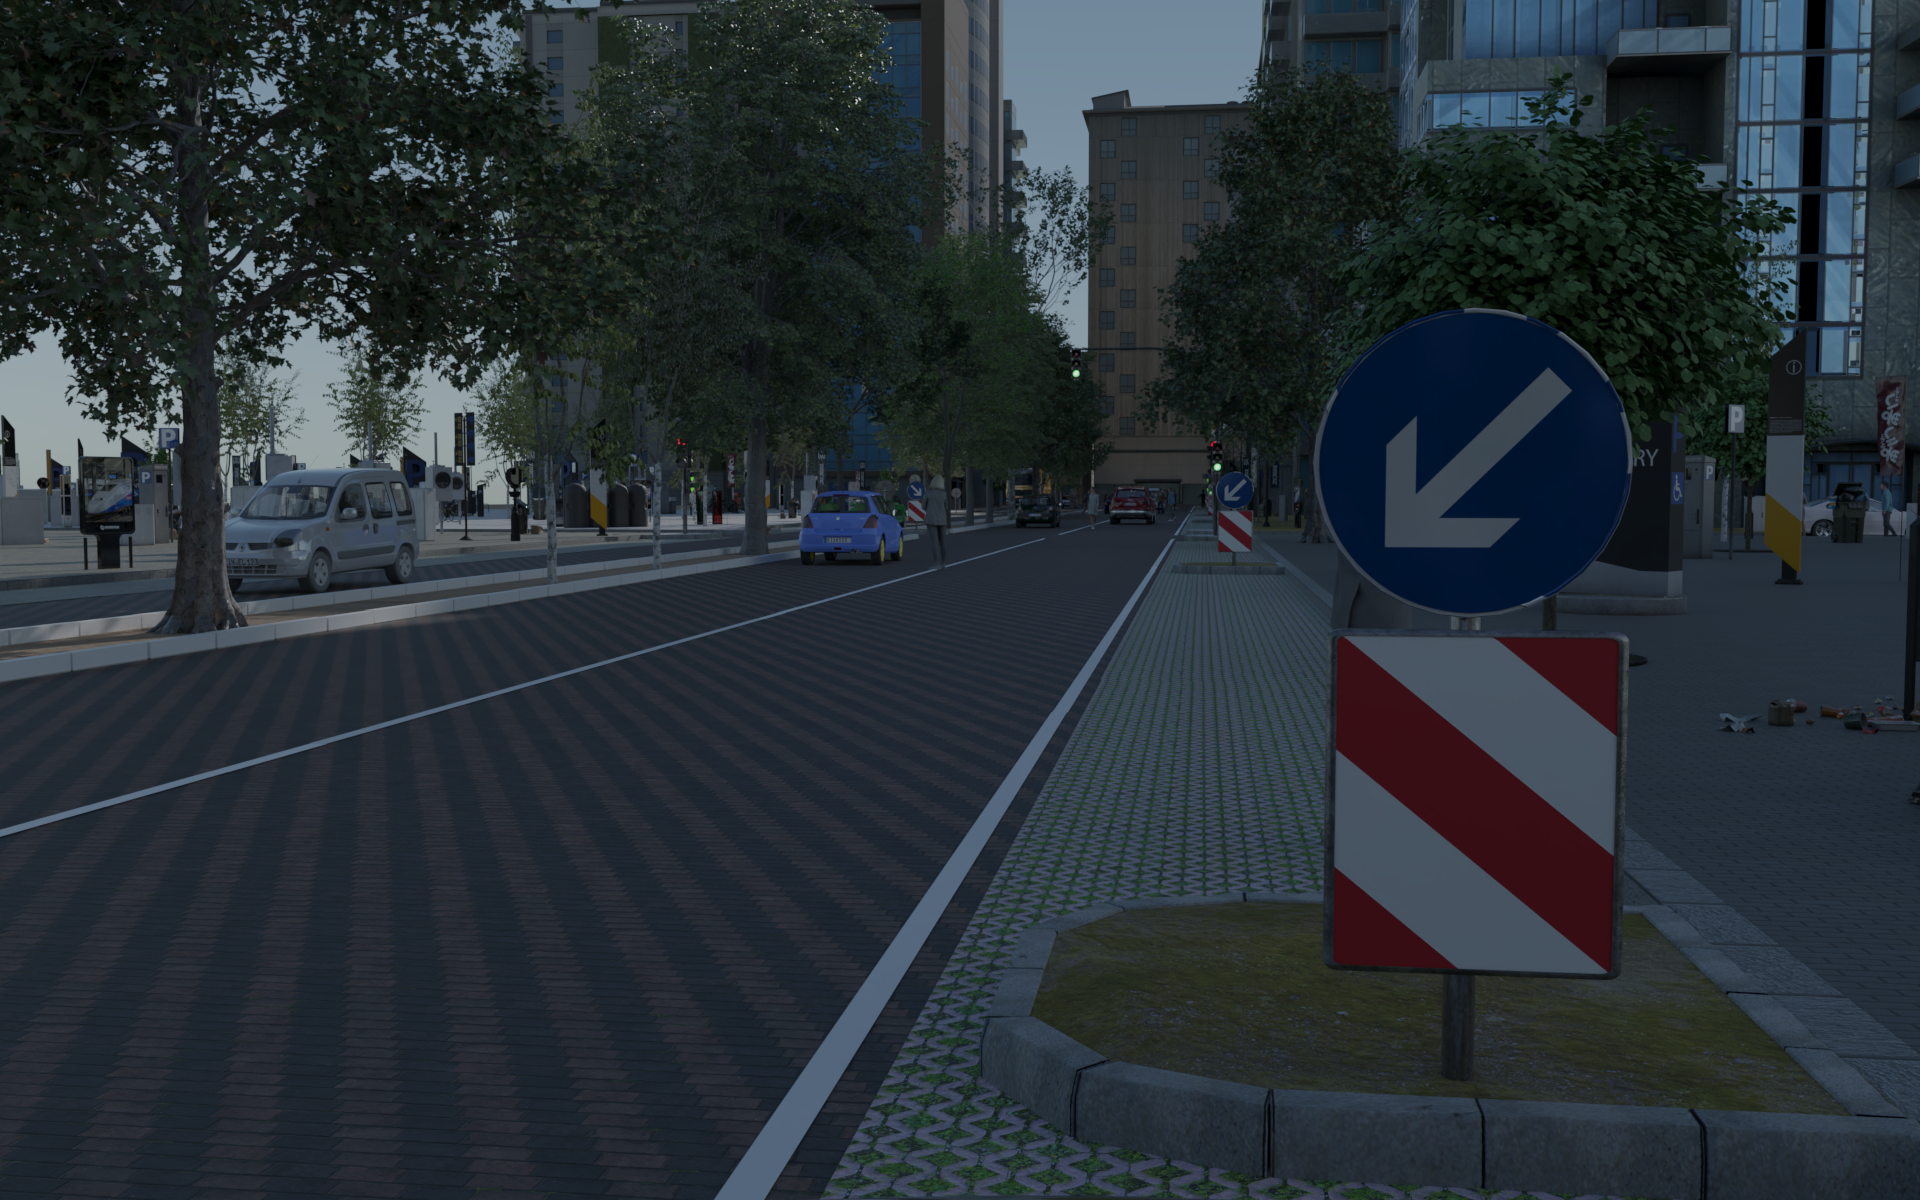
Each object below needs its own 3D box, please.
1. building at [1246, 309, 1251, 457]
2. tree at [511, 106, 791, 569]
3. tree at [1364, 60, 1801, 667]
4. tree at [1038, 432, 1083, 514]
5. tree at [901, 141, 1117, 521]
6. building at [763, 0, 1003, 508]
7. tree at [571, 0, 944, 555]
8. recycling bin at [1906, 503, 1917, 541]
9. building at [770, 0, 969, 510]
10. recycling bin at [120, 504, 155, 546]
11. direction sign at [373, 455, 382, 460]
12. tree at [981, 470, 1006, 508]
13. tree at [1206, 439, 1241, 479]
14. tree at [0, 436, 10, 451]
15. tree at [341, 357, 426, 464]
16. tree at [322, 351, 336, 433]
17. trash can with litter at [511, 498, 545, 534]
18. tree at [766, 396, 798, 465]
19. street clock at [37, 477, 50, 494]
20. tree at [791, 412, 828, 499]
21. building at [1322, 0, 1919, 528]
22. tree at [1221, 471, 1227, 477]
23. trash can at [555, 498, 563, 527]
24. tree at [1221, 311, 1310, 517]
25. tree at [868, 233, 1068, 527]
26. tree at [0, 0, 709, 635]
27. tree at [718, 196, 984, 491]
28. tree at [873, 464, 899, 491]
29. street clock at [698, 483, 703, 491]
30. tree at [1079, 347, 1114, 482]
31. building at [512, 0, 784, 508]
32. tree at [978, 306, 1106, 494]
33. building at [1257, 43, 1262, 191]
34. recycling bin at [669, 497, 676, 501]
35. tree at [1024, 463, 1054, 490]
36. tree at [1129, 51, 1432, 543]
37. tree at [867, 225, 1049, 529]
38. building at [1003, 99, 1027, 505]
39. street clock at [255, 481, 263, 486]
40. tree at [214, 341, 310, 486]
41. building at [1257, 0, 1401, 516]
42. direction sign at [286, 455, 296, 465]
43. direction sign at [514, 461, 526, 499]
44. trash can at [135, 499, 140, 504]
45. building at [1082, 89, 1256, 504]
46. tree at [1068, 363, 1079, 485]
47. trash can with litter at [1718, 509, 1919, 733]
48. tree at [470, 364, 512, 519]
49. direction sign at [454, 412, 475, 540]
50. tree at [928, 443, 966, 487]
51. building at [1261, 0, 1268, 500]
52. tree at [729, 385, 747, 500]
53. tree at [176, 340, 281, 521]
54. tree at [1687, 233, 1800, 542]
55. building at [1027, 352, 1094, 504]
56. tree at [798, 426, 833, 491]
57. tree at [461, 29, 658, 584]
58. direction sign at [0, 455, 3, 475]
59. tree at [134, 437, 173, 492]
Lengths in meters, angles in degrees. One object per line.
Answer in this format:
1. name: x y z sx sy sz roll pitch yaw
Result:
1. building: 40.202 -26.223 200.440 14.160 30.474 14.107 0 4 8
2. tree: -5.763 -4.907 33.041 4.360 8.622 3.978 0 3 0
3. tree: 4.558 -1.815 13.388 4.285 4.588 4.351 0 3 0
4. tree: 7.253 -10.491 124.350 4.737 8.622 4.395 0 3 0
5. tree: 1.673 -14.370 93.295 12.611 20.169 13.585 0 3 0
6. building: -7.855 -38.250 167.389 21.231 58.520 28.212 0 4 8
7. tree: -4.818 -8.025 40.324 9.857 13.997 8.962 0 3 0
8. recycling bin: 26.582 -2.146 47.641 0.722 1.027 0.722 -1 4 -16
9. building: -7.073 -30.349 146.310 14.600 45.320 14.200 0 4 8
10. recycling bin: -20.619 -1.873 43.175 0.722 1.027 0.722 1 4 21
11. direction sign: -33.446 -6.573 99.472 0.379 3.537 0.876 2 4 32
12. tree: 3.613 -10.735 159.232 4.285 4.588 4.351 0 3 0
13. tree: 30.777 -15.367 201.615 4.360 8.622 3.978 0 3 0
14. tree: -15.995 -1.973 26.861 1.663 3.219 1.824 0 3 0
15. tree: -29.928 -8.499 89.314 4.360 8.622 3.978 0 3 0
16. tree: -23.416 -7.257 69.016 4.737 8.622 4.395 0 3 0
17. trash can with litter: -13.771 -2.682 55.236 1.055 1.170 0.624 0 4 6
18. tree: -12.799 -9.611 107.506 4.737 8.622 4.395 0 3 0
19. street clock: -39.298 -4.264 74.283 0.471 2.002 0.358 -2 4 -35
20. tree: -9.770 -9.050 98.332 4.360 8.622 3.978 0 3 0
21. building: 30.433 -46.294 69.581 31.000 86.520 22.319 0 4 8
22. tree: 6.478 -2.471 24.109 4.285 4.588 4.351 0 3 0
23. trash can: -15.664 -3.419 67.557 0.748 1.137 0.748 0 3 0
24. tree: 16.281 -10.411 95.973 9.928 11.665 9.643 0 3 0
25. tree: 0.365 -9.434 74.829 7.486 12.596 7.792 0 3 0
26. tree: -7.842 -6.010 17.735 9.611 12.733 9.660 0 3 0
27. tree: -3.357 -6.957 50.624 8.767 10.594 7.601 0 4 8
28. tree: -4.698 -6.942 108.106 1.663 3.219 1.824 0 3 0
29. street clock: -17.347 -6.797 115.701 0.358 2.002 0.471 -2 4 -28
30. tree: 6.574 -12.078 118.065 7.486 12.596 7.792 0 3 0
31. building: -37.418 -40.667 206.897 28.212 58.520 21.231 0 4 8
32. tree: 4.573 -11.312 104.417 9.611 12.733 9.660 0 3 0
33. building: 39.092 -31.133 163.647 22.147 44.769 28.867 0 4 8
34. recycling bin: -23.622 -7.865 141.151 0.722 1.027 0.722 2 4 31
35. tree: 9.251 -15.237 199.493 4.360 8.622 3.978 0 3 0
36. tree: 9.241 -7.844 45.256 9.611 12.733 9.660 0 3 0
37. tree: -0.428 -8.433 66.092 9.928 11.665 9.643 0 3 0
38. building: -7.835 -35.610 201.832 30.456 49.044 23.786 0 4 8
39. street clock: -40.275 -5.810 99.570 0.358 2.002 0.471 1 4 9
40. tree: -31.910 -7.829 78.360 4.360 8.622 3.978 0 3 0
41. building: 31.245 -30.182 113.080 23.786 49.044 30.456 0 4 8
42. direction sign: -38.876 -6.636 100.497 0.379 3.537 0.876 2 4 35
43. direction sign: -29.954 -7.708 118.021 0.876 3.537 0.379 0 4 5
44. trash can: -22.665 -2.200 47.630 0.748 1.137 0.748 0 3 0
45. building: 31.057 -39.386 233.198 27.495 52.752 28.713 0 4 8
46. tree: 1.351 -9.893 82.336 7.486 12.596 7.792 0 3 0
47. trash can with litter: 5.174 0.078 9.776 2.233 1.210 1.678 -1 4 -12
48. tree: -23.592 -8.549 90.136 4.360 8.622 3.978 0 3 0
49. direction sign: -13.742 -3.432 48.112 0.876 3.537 0.379 3 4 38
50. tree: -0.879 -11.313 135.328 4.360 8.622 3.978 0 3 0
51. building: 31.722 -28.067 142.484 14.154 41.232 14.086 0 4 8
52. tree: -13.020 -8.141 83.473 4.737 8.622 4.395 0 3 0
53. tree: -30.072 -7.373 70.913 4.737 8.622 4.395 0 3 0
54. tree: 20.602 -5.895 46.746 4.737 8.622 4.395 0 3 0
55. building: 3.128 -24.035 238.018 28.899 21.520 27.650 0 4 8
56. tree: -12.061 -11.414 136.983 4.737 8.622 4.395 0 3 0
57. tree: -6.435 -4.529 26.869 4.737 8.622 4.395 0 3 0
58. direction sign: -55.586 -6.646 100.660 0.876 3.537 0.379 -1 4 -17
59. tree: -24.035 -3.528 52.279 1.663 3.219 1.824 0 3 0
